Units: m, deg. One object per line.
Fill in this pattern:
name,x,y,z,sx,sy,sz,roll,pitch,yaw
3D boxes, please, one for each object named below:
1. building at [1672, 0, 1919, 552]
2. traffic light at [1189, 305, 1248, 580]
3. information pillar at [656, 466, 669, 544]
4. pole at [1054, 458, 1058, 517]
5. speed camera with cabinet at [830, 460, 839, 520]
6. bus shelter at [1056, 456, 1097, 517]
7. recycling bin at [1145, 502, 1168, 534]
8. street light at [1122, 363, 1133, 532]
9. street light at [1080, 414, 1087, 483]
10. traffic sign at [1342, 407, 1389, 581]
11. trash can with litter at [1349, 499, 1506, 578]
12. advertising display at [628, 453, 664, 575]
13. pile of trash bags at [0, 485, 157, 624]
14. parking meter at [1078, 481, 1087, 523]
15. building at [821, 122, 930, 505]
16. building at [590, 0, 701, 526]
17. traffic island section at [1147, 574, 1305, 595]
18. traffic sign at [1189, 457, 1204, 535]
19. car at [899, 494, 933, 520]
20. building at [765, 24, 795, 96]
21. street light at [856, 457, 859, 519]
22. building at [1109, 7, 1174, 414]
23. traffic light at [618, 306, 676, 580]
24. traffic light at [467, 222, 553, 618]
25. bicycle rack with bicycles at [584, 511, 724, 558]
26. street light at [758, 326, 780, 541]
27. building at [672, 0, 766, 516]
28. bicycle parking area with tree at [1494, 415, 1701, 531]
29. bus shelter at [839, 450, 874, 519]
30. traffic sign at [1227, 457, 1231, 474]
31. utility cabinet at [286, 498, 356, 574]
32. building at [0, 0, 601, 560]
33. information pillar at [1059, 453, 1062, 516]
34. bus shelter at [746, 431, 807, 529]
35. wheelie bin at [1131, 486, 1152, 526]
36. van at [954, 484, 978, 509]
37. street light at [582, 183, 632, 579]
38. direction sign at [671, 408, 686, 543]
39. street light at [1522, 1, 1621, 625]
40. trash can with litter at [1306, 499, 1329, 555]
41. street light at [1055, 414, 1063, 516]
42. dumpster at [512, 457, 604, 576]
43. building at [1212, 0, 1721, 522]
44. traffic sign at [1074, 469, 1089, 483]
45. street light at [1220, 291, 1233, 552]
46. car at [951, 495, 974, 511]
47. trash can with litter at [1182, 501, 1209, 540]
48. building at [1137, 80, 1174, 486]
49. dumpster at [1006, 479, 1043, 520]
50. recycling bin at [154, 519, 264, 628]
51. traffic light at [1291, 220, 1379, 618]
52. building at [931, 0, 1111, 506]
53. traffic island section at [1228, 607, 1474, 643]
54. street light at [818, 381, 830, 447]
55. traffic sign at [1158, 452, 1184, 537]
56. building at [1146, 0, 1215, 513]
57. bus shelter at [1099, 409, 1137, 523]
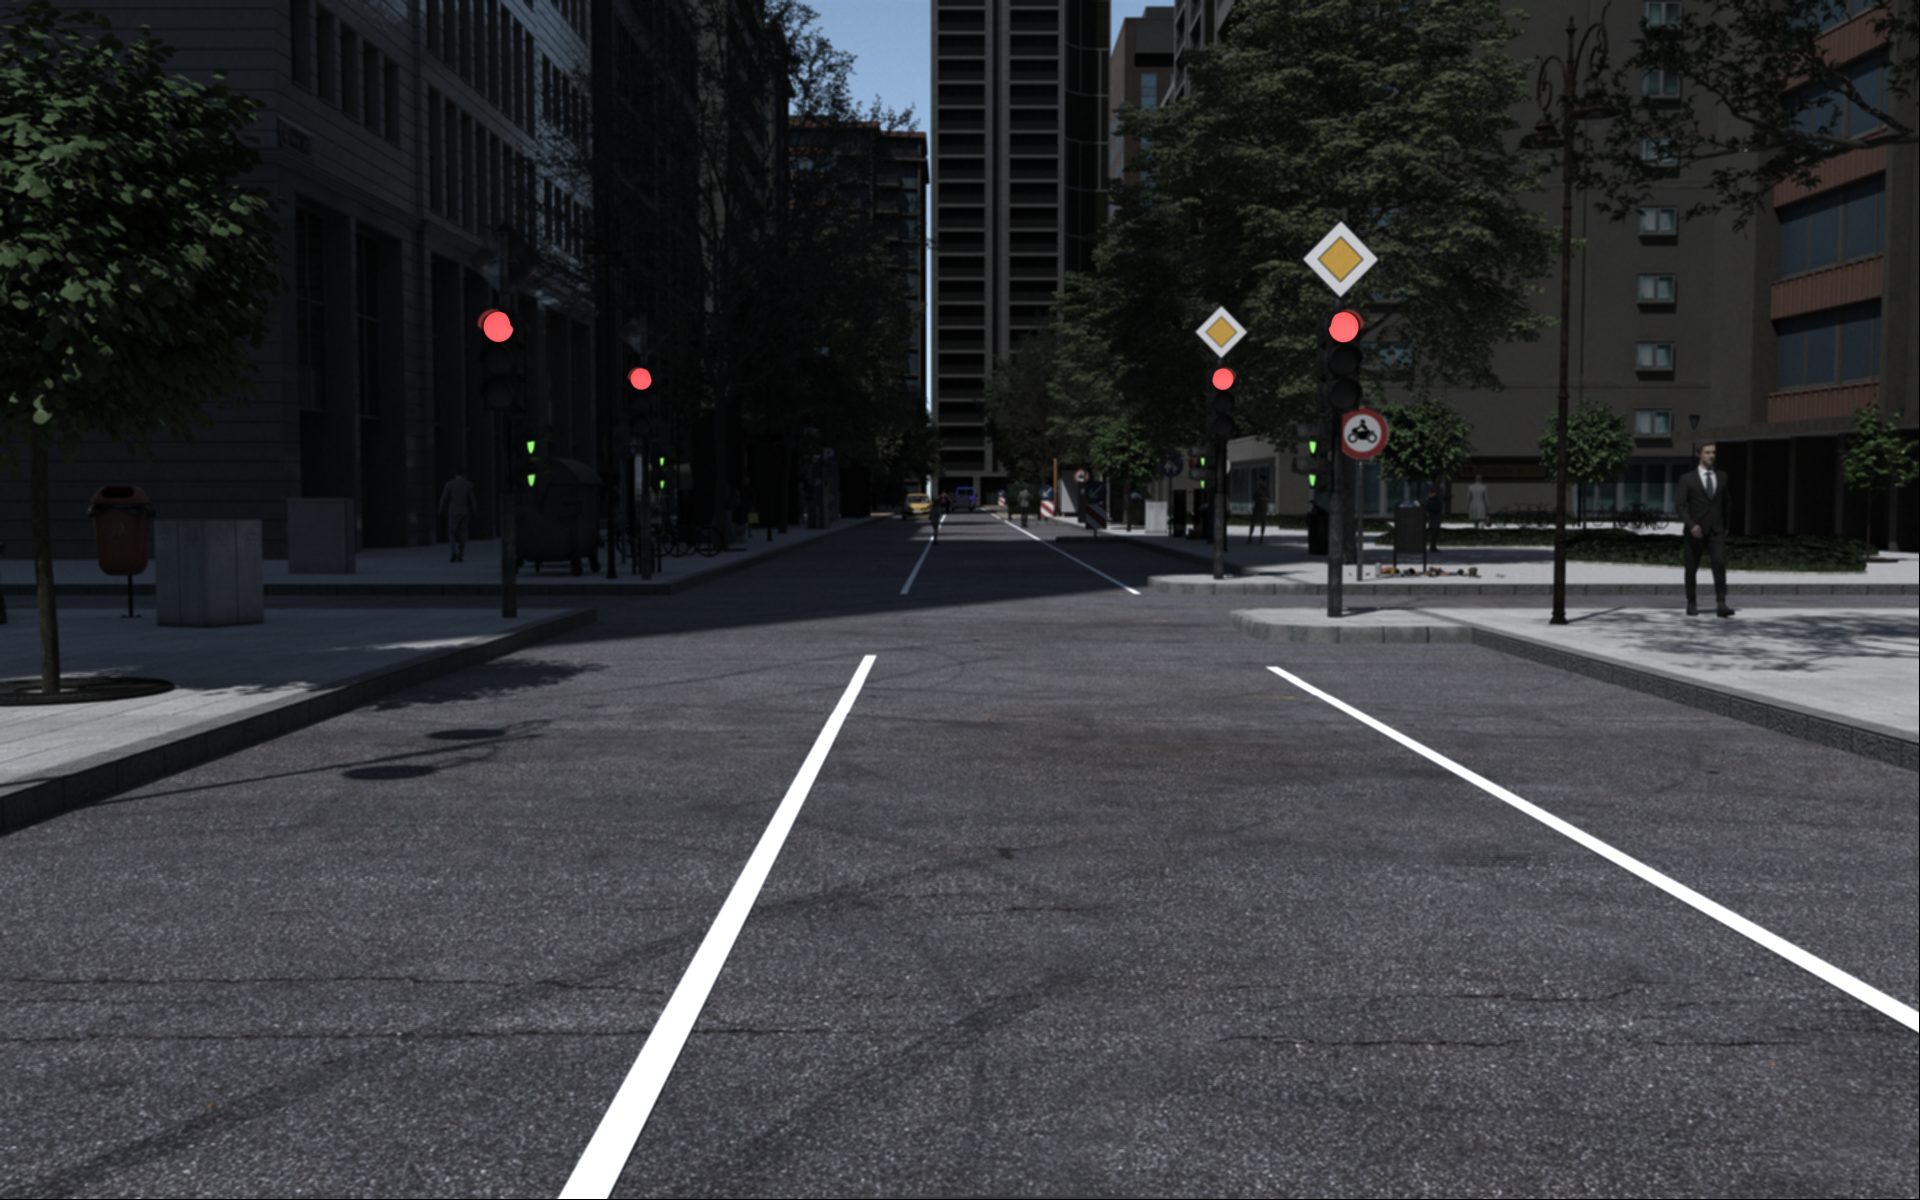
building,33.959,-23.736,42.716,28.867,44.769,22.147,0,4,0
traffic light,3.869,-2.264,25.932,0.839,4.253,0.868,0,4,0
information pillar,-7.740,-2.478,45.015,0.304,2.012,0.304,0,4,5
pole,5.460,-6.420,98.811,0.158,3.312,0.155,0,3,0
speed camera with cabinet,-6.281,-5.584,85.640,0.660,3.252,2.038,0,4,-3
bus shelter,6.379,-6.143,94.363,2.014,3.302,5.546,0,4,0
recycling bin,6.404,-2.683,56.424,0.722,1.027,0.722,0,4,7
street light,5.782,-5.284,59.189,0.468,5.910,1.993,0,4,0
street light,5.771,-6.555,79.957,0.468,5.910,1.993,0,4,0
traffic sign,5.881,-1.548,25.409,0.768,2.556,0.104,0,4,1
trash can with litter,7.384,-0.984,27.141,2.233,1.210,1.678,3,4,37
advertising display,-5.053,-1.387,27.897,0.123,1.923,0.974,1,4,18
pile of trash bags,-9.948,-0.471,17.450,3.447,1.369,1.912,-1,4,-13
parking meter,5.421,-4.329,76.492,0.399,1.863,0.255,-1,4,-9
building,-18.097,-33.546,203.102,28.867,44.769,22.147,0,4,0
building,-19.884,-17.217,75.013,14.314,27.812,24.014,0,4,0
traffic island section,3.909,-0.230,26.046,2.009,0.180,2.903,0,4,0
traffic sign,6.889,-3.006,49.262,0.768,2.556,0.104,0,4,7
car,-2.346,-5.221,95.587,2.015,1.641,3.980,0,4,-1
building,-28.292,-30.763,157.591,28.867,44.769,22.147,0,4,0
street light,-5.244,-7.092,88.736,0.468,5.910,1.993,0,4,0
building,21.440,-31.266,161.305,14.600,45.320,14.200,0,4,0
traffic light,-4.692,-2.261,25.896,0.839,4.253,0.868,0,4,0
traffic light,-4.673,-1.773,17.911,0.839,4.253,0.868,0,4,0
bicycle rack with bicycles,-6.218,-1.366,35.711,2.925,0.926,2.852,1,4,14
street light,-5.196,-4.542,47.052,0.468,5.910,1.993,0,4,0
building,-24.259,-29.812,111.134,21.300,48.544,21.600,0,4,0
bicycle parking area with tree,25.586,-4.791,65.329,9.016,4.147,8.231,-1,4,-15
bus shelter,-5.508,-6.275,93.873,1.731,3.624,6.357,0,3,0
traffic sign,8.102,-3.318,54.349,0.768,2.556,0.104,0,4,8
utility cabinet,-10.276,-1.022,27.876,1.020,1.237,0.306,0,4,8
building,-18.586,-16.523,47.643,11.434,29.767,29.804,0,4,0
information pillar,5.768,-6.613,99.471,0.183,3.616,0.504,-1,4,-9
bus shelter,-7.002,-4.614,66.720,1.731,3.624,6.357,0,3,0
wheelie bin,7.213,-3.743,69.109,0.693,1.594,0.980,3,4,37
van,0.531,-9.685,162.734,2.240,2.365,5.245,0,4,0
street light,-5.294,-3.263,26.138,0.468,5.910,1.993,0,4,0
direction sign,-7.448,-3.290,45.783,0.379,3.537,0.876,1,4,10
street light,5.909,-2.699,16.915,0.468,5.910,1.993,0,4,0
trash can with litter,7.846,-1.541,36.581,1.055,1.170,0.624,2,4,24
street light,5.784,-7.825,100.732,0.468,5.910,1.993,0,4,0
dumpster,-6.470,-1.334,27.564,1.264,1.857,1.865,0,3,0
building,24.995,-28.350,87.221,21.300,48.544,21.600,0,4,0
traffic sign,6.143,-5.363,87.797,0.768,2.556,0.104,0,4,3
street light,5.885,-4.014,38.420,0.468,5.910,1.993,0,4,0
car,0.165,-8.378,149.343,2.083,1.381,4.827,0,4,-1
trash can with litter,6.801,-2.269,48.482,1.055,1.170,0.624,-1,4,-21
building,30.086,-27.556,142.421,32.217,40.220,23.993,0,4,0
dumpster,3.516,-5.467,94.339,1.985,2.255,1.502,0,3,0
recycling bin,-7.370,-0.273,17.013,0.722,1.027,0.722,2,4,25
traffic light,3.889,-1.775,17.947,0.839,4.253,0.868,0,4,0
building,7.043,-46.670,201.304,20.611,71.187,20.563,0,4,0
traffic island section,3.929,0.258,18.061,2.009,0.180,2.903,0,4,0
street light,-5.273,-5.821,67.967,0.468,5.910,1.993,0,4,0
traffic sign,6.356,-3.190,52.268,0.768,2.556,0.104,0,4,6
building,24.019,-41.641,119.078,20.563,71.187,20.611,0,4,0
bus shelter,7.417,-6.256,79.913,2.179,5.291,8.768,0,3,0
